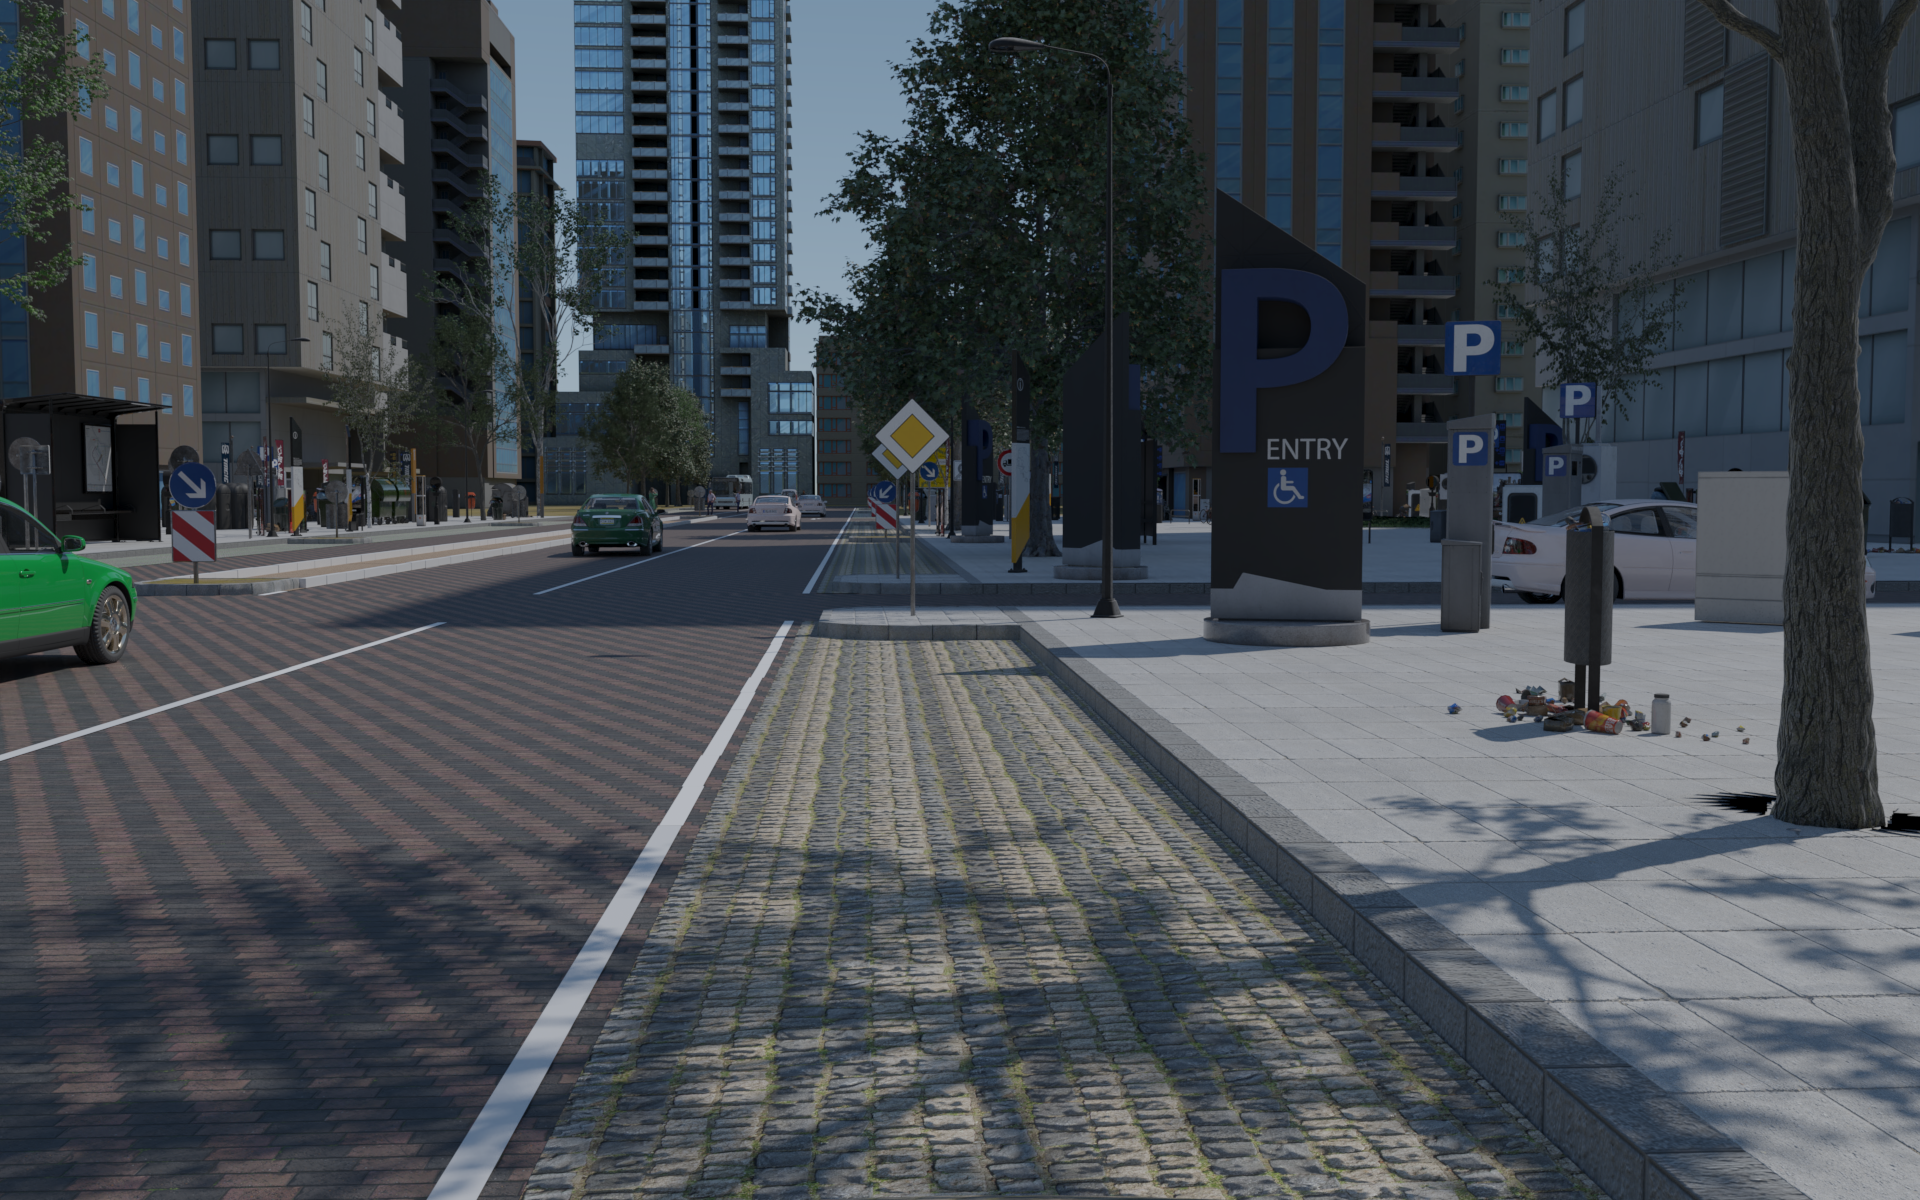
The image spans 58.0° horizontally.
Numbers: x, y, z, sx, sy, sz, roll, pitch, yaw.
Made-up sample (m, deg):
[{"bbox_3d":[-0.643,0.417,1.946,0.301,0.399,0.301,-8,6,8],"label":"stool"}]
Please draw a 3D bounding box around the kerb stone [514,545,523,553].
[{"bbox_3d":[-10.859,-1.220,42.136,0.120,0.150,1.000,0,4,-3],"label":"kerb stone"}]

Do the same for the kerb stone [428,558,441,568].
[{"bbox_3d":[-10.403,-0.718,33.943,0.120,0.150,1.000,0,4,-3],"label":"kerb stone"}]

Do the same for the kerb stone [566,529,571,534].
[{"bbox_3d":[-14.043,-2.399,61.480,0.120,0.150,1.000,0,4,-3],"label":"kerb stone"}]

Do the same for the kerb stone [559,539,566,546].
[{"bbox_3d":[-11.207,-1.595,48.268,0.120,0.150,1.000,0,4,-3],"label":"kerb stone"}]

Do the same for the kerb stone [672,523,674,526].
[{"bbox_3d":[-12.736,-3.280,75.876,0.120,0.150,1.000,0,4,-3],"label":"kerb stone"}]

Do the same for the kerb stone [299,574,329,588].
[{"bbox_3d":[-10.016,-0.281,26.787,0.120,0.150,1.000,0,4,-3],"label":"kerb stone"}]

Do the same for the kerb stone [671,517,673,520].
[{"bbox_3d":[-15.864,-4.405,94.223,0.120,0.150,1.000,0,4,-3],"label":"kerb stone"}]

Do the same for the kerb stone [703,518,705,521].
[{"bbox_3d":[-13.542,-4.160,90.205,0.120,0.150,1.000,0,4,-3],"label":"kerb stone"}]

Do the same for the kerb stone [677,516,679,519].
[{"bbox_3d":[-16.027,-4.594,97.299,0.120,0.150,1.000,0,4,-3],"label":"kerb stone"}]

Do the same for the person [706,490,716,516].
[{"bbox_3d":[-16.595,-6.464,115.121,0.436,1.711,0.756,-3,5,-42],"label":"person"}]

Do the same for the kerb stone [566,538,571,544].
[{"bbox_3d":[-11.260,-1.656,49.292,0.120,0.150,1.000,0,4,-3],"label":"kerb stone"}]

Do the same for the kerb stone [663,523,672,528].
[{"bbox_3d":[-12.684,-3.221,74.853,0.120,0.150,1.000,0,4,-3],"label":"kerb stone"}]

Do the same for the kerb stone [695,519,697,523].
[{"bbox_3d":[-13.310,-3.909,86.111,0.120,0.150,1.000,0,4,-3],"label":"kerb stone"}]

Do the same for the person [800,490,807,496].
[{"bbox_3d":[-15.083,-9.695,167.044,1.348,1.821,0.705,1,4,23],"label":"person"}]

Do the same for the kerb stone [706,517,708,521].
[{"bbox_3d":[-13.653,-4.284,92.251,0.120,0.150,1.000,0,4,-3],"label":"kerb stone"}]

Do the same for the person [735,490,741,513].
[{"bbox_3d":[-16.578,-7.370,129.930,0.436,1.711,0.756,2,4,26],"label":"person"}]

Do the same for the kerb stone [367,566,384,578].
[{"bbox_3d":[-10.178,-0.467,29.850,0.120,0.150,1.000,0,4,-3],"label":"kerb stone"}]

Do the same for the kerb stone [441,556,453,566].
[{"bbox_3d":[-10.464,-0.776,34.964,0.120,0.150,1.000,0,4,-3],"label":"kerb stone"}]

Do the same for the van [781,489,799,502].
[{"bbox_3d":[-15.573,-9.264,158.485,2.013,2.044,4.112,0,4,-3],"label":"van"}]

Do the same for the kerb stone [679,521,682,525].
[{"bbox_3d":[-12.913,-3.471,78.945,0.120,0.150,1.000,0,4,-3],"label":"kerb stone"}]

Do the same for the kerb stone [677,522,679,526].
[{"bbox_3d":[-12.860,-3.401,77.925,0.120,0.150,1.000,0,4,-3],"label":"kerb stone"}]

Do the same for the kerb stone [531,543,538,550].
[{"bbox_3d":[-10.977,-1.341,44.180,0.120,0.150,1.000,0,4,-3],"label":"kerb stone"}]

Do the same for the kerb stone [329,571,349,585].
[{"bbox_3d":[-10.066,-0.343,27.808,0.120,0.150,1.000,0,4,-3],"label":"kerb stone"}]

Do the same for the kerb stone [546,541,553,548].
[{"bbox_3d":[-11.094,-1.470,46.226,0.120,0.150,1.000,0,4,-3],"label":"kerb stone"}]

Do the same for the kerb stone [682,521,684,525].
[{"bbox_3d":[-12.969,-3.532,79.966,0.120,0.150,1.000,0,4,-3],"label":"kerb stone"}]

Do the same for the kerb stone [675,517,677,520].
[{"bbox_3d":[-15.976,-4.526,96.275,0.120,0.150,1.000,0,4,-3],"label":"kerb stone"}]

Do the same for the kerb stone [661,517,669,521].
[{"bbox_3d":[-15.748,-4.280,92.178,0.120,0.150,1.000,0,4,-3],"label":"kerb stone"}]

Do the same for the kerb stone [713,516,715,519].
[{"bbox_3d":[-13.874,-4.535,96.340,0.120,0.150,1.000,0,4,-3],"label":"kerb stone"}]

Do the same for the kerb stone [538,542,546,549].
[{"bbox_3d":[-11.031,-1.407,45.206,0.120,0.150,1.000,0,4,-3],"label":"kerb stone"}]

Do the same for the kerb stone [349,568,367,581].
[{"bbox_3d":[-10.124,-0.402,28.830,0.120,0.150,1.000,0,4,-3],"label":"kerb stone"}]

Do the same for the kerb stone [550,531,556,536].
[{"bbox_3d":[-13.872,-2.209,58.403,0.120,0.150,1.000,0,4,-3],"label":"kerb stone"}]

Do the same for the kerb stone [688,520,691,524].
[{"bbox_3d":[-13.142,-3.720,83.028,0.120,0.150,1.000,0,4,-3],"label":"kerb stone"}]

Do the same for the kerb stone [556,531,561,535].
[{"bbox_3d":[-13.929,-2.278,59.437,0.120,0.150,1.000,0,4,-3],"label":"kerb stone"}]

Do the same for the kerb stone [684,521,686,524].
[{"bbox_3d":[-13.028,-3.591,80.987,0.120,0.150,1.000,0,4,-3],"label":"kerb stone"}]

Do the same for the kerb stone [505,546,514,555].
[{"bbox_3d":[-10.809,-1.157,41.115,0.120,0.150,1.000,0,4,-3],"label":"kerb stone"}]

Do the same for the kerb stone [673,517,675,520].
[{"bbox_3d":[-15.926,-4.468,95.244,0.120,0.150,1.000,0,4,-3],"label":"kerb stone"}]

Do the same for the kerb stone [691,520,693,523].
[{"bbox_3d":[-13.192,-3.776,84.055,0.120,0.150,1.000,0,4,-3],"label":"kerb stone"}]

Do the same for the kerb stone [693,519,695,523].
[{"bbox_3d":[-13.259,-3.842,85.088,0.120,0.150,1.000,0,4,-3],"label":"kerb stone"}]

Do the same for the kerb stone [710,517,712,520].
[{"bbox_3d":[-13.765,-4.410,94.299,0.120,0.150,1.000,0,4,-3],"label":"kerb stone"}]

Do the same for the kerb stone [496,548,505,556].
[{"bbox_3d":[-10.757,-1.092,40.094,0.120,0.150,1.000,0,4,-3],"label":"kerb stone"}]

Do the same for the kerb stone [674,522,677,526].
[{"bbox_3d":[-12.800,-3.346,76.896,0.120,0.150,1.000,0,4,-3],"label":"kerb stone"}]

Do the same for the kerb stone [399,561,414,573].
[{"bbox_3d":[-10.298,-0.583,31.894,0.120,0.150,1.000,0,4,-3],"label":"kerb stone"}]

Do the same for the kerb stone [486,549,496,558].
[{"bbox_3d":[-10.696,-1.032,39.073,0.120,0.150,1.000,0,4,-3],"label":"kerb stone"}]

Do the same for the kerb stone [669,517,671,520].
[{"bbox_3d":[-15.802,-4.343,93.203,0.120,0.150,1.000,0,4,-3],"label":"kerb stone"}]

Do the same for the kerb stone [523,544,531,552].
[{"bbox_3d":[-10.913,-1.282,43.158,0.120,0.150,1.000,0,4,-3],"label":"kerb stone"}]

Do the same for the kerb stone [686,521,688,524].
[{"bbox_3d":[-13.087,-3.658,82.007,0.120,0.150,1.000,0,4,-3],"label":"kerb stone"}]

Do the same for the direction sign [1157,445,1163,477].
[{"bbox_3d":[9.080,-5.422,80.641,0.379,3.537,0.876,-3,5,-41],"label":"direction sign"}]

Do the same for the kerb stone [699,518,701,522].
[{"bbox_3d":[-13.428,-4.034,88.156,0.120,0.150,1.000,0,4,-3],"label":"kerb stone"}]

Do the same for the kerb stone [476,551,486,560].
[{"bbox_3d":[-10.635,-0.969,38.043,0.120,0.150,1.000,0,4,-3],"label":"kerb stone"}]

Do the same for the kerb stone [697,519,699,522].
[{"bbox_3d":[-13.365,-3.972,87.136,0.120,0.150,1.000,0,4,-3],"label":"kerb stone"}]

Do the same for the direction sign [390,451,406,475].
[{"bbox_3d":[-29.514,-6.059,91.059,0.876,3.537,0.379,0,4,-1],"label":"direction sign"}]

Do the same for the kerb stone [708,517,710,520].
[{"bbox_3d":[-13.709,-4.347,93.275,0.120,0.150,1.000,0,4,-3],"label":"kerb stone"}]

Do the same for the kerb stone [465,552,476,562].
[{"bbox_3d":[-10.578,-0.907,37.018,0.120,0.150,1.000,0,4,-3],"label":"kerb stone"}]

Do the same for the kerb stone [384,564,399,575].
[{"bbox_3d":[-10.242,-0.531,30.870,0.120,0.150,1.000,0,4,-3],"label":"kerb stone"}]

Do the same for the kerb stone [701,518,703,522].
[{"bbox_3d":[-13.488,-4.097,89.182,0.120,0.150,1.000,0,4,-3],"label":"kerb stone"}]

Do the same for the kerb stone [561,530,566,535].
[{"bbox_3d":[-13.984,-2.340,60.458,0.120,0.150,1.000,0,4,-3],"label":"kerb stone"}]

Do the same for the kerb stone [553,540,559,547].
[{"bbox_3d":[-11.147,-1.532,47.247,0.120,0.150,1.000,0,4,-3],"label":"kerb stone"}]

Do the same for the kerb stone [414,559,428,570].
[{"bbox_3d":[-10.354,-0.656,32.922,0.120,0.150,1.000,0,4,-3],"label":"kerb stone"}]

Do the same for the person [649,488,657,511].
[{"bbox_3d":[-17.462,-5.466,98.113,0.529,1.795,0.600,-3,4,-36],"label":"person"}]

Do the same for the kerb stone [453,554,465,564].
[{"bbox_3d":[-10.520,-0.844,35.997,0.120,0.150,1.000,0,4,-3],"label":"kerb stone"}]
